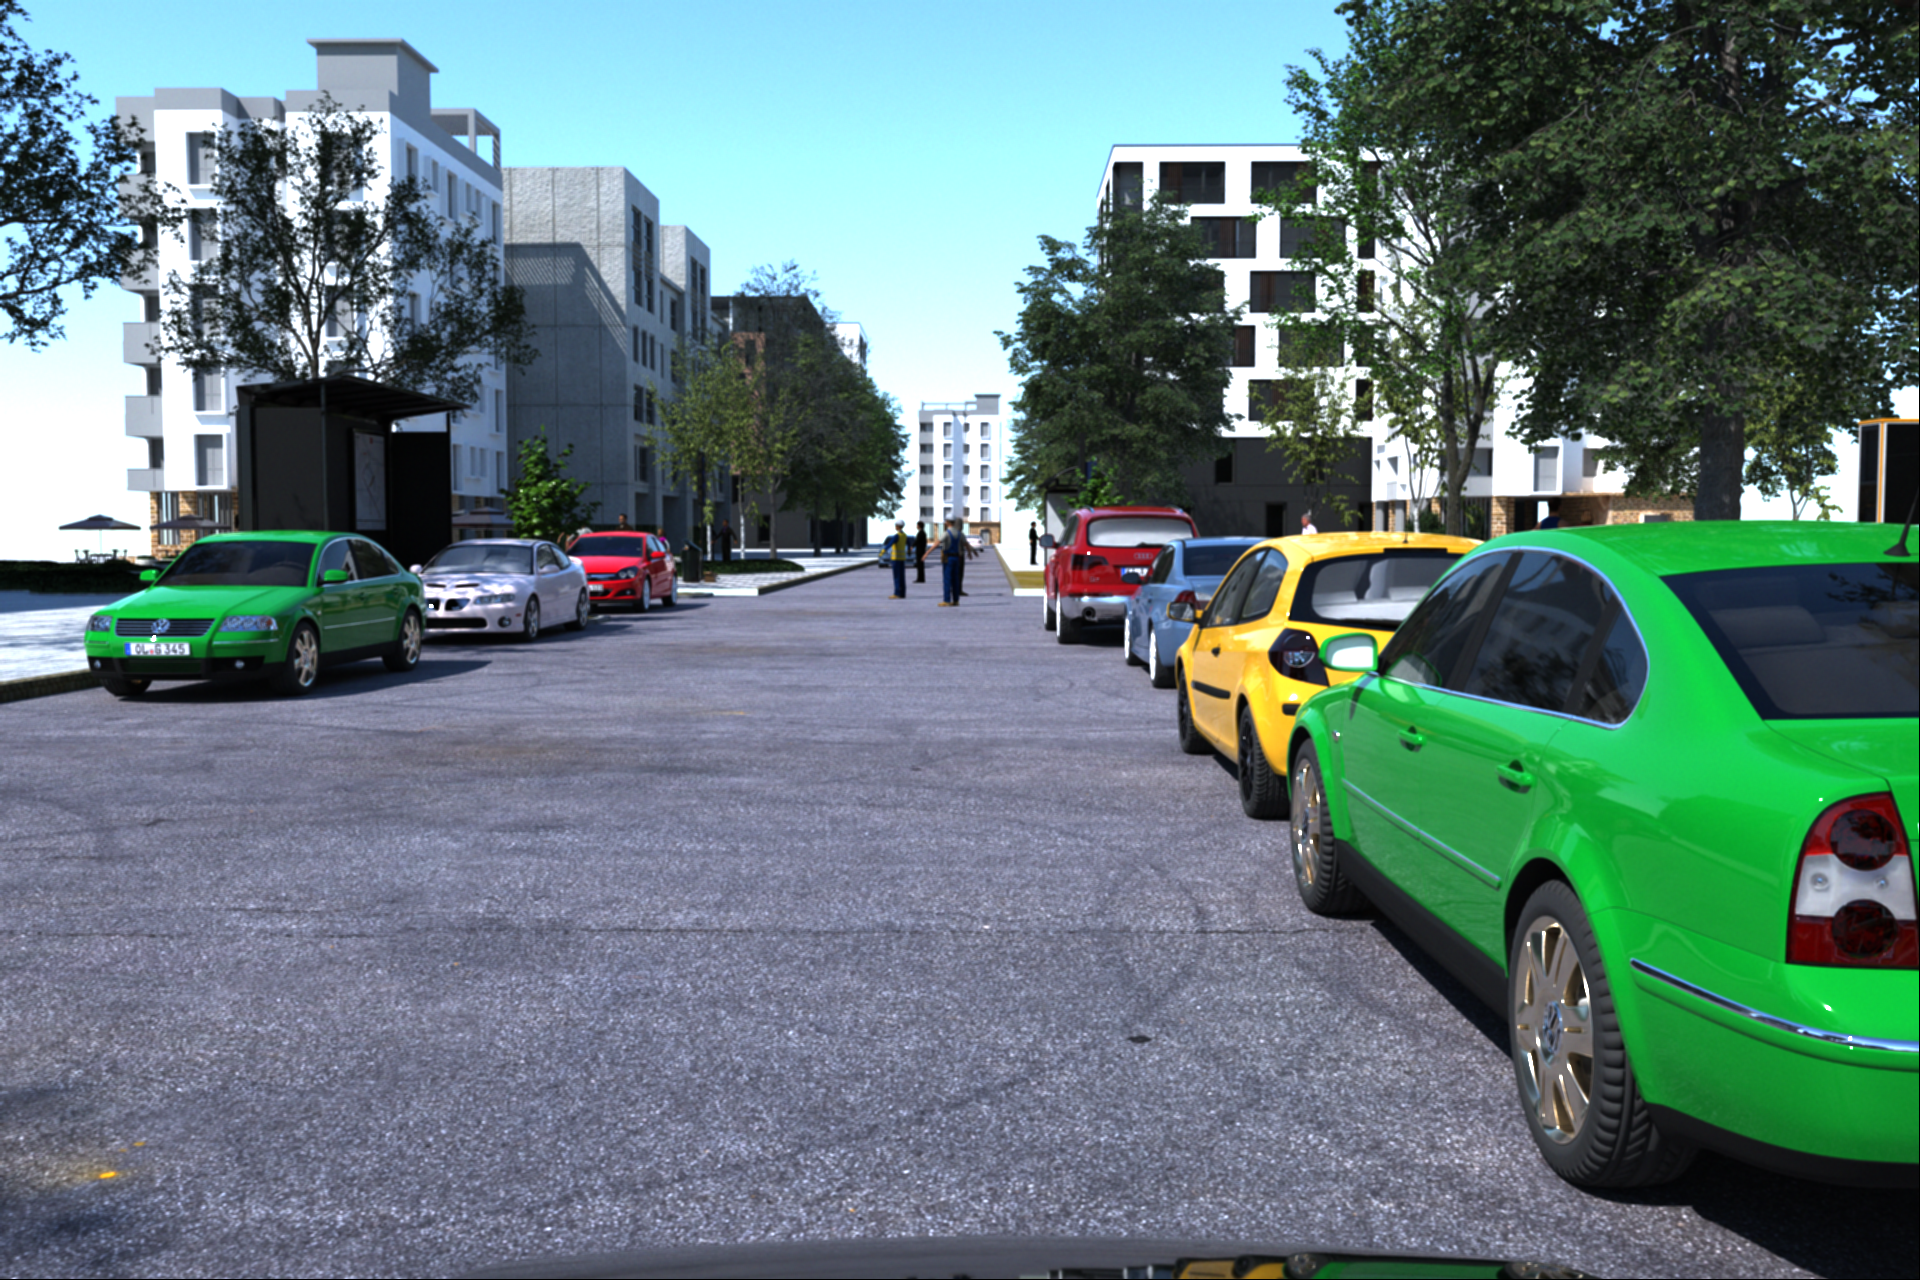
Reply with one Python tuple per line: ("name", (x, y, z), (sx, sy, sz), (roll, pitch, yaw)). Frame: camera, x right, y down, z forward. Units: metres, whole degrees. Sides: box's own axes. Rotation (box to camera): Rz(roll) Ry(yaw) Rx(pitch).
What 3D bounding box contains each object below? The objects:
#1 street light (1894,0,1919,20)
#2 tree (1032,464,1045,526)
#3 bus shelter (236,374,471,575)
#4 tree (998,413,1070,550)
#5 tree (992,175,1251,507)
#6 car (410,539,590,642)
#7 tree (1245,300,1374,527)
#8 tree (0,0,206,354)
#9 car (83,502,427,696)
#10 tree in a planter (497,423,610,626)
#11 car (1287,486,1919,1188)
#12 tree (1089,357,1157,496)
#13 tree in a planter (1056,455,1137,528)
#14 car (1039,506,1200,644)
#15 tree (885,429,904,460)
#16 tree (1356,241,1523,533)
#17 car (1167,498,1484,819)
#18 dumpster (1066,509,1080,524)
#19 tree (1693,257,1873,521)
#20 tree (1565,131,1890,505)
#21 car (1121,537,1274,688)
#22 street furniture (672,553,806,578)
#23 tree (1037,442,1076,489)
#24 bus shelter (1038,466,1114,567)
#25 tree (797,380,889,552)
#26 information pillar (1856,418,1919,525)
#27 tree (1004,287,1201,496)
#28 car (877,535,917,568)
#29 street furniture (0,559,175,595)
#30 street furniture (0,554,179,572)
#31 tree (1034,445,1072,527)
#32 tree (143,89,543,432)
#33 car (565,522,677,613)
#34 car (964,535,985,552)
("street light", (6.401, -2.325, 10.797), (0.468, 5.910, 1.993), (0, 4, 0))
("tree", (14.040, -19.958, 232.968), (9.857, 13.997, 8.962), (0, 3, 0))
("bus shelter", (-9.818, -2.283, 28.618), (1.731, 3.624, 6.357), (0, 4, 1))
("tree", (6.972, -13.603, 140.540), (7.486, 12.596, 7.792), (0, 3, 0))
("tree", (6.045, -9.601, 63.624), (9.857, 13.997, 8.962), (0, 3, 0))
("car", (-6.545, -0.739, 24.446), (2.083, 1.381, 4.827), (0, 4, 1))
("tree", (10.988, -6.342, 54.050), (4.737, 8.622, 4.395), (0, 3, 0))
("tree", (-12.489, -5.197, 19.379), (8.767, 10.594, 7.601), (1, 4, 21))
("car", (-6.639, -0.486, 16.748), (1.959, 1.807, 4.718), (0, 4, 1))
("tree in a planter", (-6.753, -1.877, 27.913), (1.991, 3.239, 1.994), (0, 4, 2))
("car", (2.185, 0.221, 5.179), (1.959, 1.807, 4.718), (0, 4, 0))
("tree", (6.788, -7.505, 73.075), (4.737, 8.622, 4.395), (0, 3, 0))
("tree in a planter", (3.072, -2.561, 39.099), (1.991, 3.239, 1.994), (0, 4, 0))
("car", (2.270, -0.943, 24.090), (2.281, 1.827, 5.304), (0, 4, 0))
("tree", (-13.619, -23.175, 234.806), (12.611, 20.169, 13.585), (0, 3, 0))
("tree", (11.558, -5.672, 43.099), (4.737, 8.622, 4.395), (0, 3, 0))
("car", (2.286, 0.005, 10.147), (2.015, 1.641, 3.980), (0, 4, 0))
("dumpster", (2.681, -1.279, 29.134), (1.865, 1.857, 1.264), (0, 4, 1))
("tree", (21.130, -5.722, 43.915), (4.737, 8.622, 4.395), (0, 3, 0))
("tree", (24.089, -9.058, 54.751), (9.857, 13.997, 8.962), (0, 3, 0))
("car", (2.663, -0.329, 17.380), (2.014, 1.417, 4.499), (0, 4, 0))
("street furniture", (-8.700, -2.437, 55.463), (5.734, 0.657, 10.072), (1, 4, 19))
("tree", (7.582, -10.854, 127.827), (4.360, 8.622, 3.978), (0, 3, 0))
("bus shelter", (3.586, -3.681, 54.114), (2.014, 3.302, 5.546), (0, 4, -1))
("tree", (-8.487, -12.559, 123.464), (7.486, 12.596, 7.792), (0, 3, 0))
("information pillar", (5.989, -0.409, 11.172), (0.304, 2.012, 0.304), (0, 4, 1))
("tree", (7.166, -10.612, 83.882), (12.009, 13.543, 11.850), (0, 3, 0))
("car", (-2.544, -3.836, 74.718), (2.014, 1.417, 4.499), (0, 4, 1))
("street furniture", (-19.121, -1.588, 41.591), (5.734, 0.657, 10.072), (1, 4, 12))
("street furniture", (-28.389, -2.260, 52.579), (10.072, 0.657, 5.734), (1, 4, 17))
("tree", (7.517, -11.177, 133.106), (4.737, 8.622, 4.395), (0, 3, 0))
("tree", (-12.742, -6.204, 35.848), (8.767, 10.594, 7.601), (0, 4, -3))
("car", (-6.559, -1.456, 32.849), (2.155, 1.783, 4.494), (0, 4, 1))
("car", (0.970, -7.745, 138.992), (2.083, 1.381, 4.827), (0, 4, 1))
